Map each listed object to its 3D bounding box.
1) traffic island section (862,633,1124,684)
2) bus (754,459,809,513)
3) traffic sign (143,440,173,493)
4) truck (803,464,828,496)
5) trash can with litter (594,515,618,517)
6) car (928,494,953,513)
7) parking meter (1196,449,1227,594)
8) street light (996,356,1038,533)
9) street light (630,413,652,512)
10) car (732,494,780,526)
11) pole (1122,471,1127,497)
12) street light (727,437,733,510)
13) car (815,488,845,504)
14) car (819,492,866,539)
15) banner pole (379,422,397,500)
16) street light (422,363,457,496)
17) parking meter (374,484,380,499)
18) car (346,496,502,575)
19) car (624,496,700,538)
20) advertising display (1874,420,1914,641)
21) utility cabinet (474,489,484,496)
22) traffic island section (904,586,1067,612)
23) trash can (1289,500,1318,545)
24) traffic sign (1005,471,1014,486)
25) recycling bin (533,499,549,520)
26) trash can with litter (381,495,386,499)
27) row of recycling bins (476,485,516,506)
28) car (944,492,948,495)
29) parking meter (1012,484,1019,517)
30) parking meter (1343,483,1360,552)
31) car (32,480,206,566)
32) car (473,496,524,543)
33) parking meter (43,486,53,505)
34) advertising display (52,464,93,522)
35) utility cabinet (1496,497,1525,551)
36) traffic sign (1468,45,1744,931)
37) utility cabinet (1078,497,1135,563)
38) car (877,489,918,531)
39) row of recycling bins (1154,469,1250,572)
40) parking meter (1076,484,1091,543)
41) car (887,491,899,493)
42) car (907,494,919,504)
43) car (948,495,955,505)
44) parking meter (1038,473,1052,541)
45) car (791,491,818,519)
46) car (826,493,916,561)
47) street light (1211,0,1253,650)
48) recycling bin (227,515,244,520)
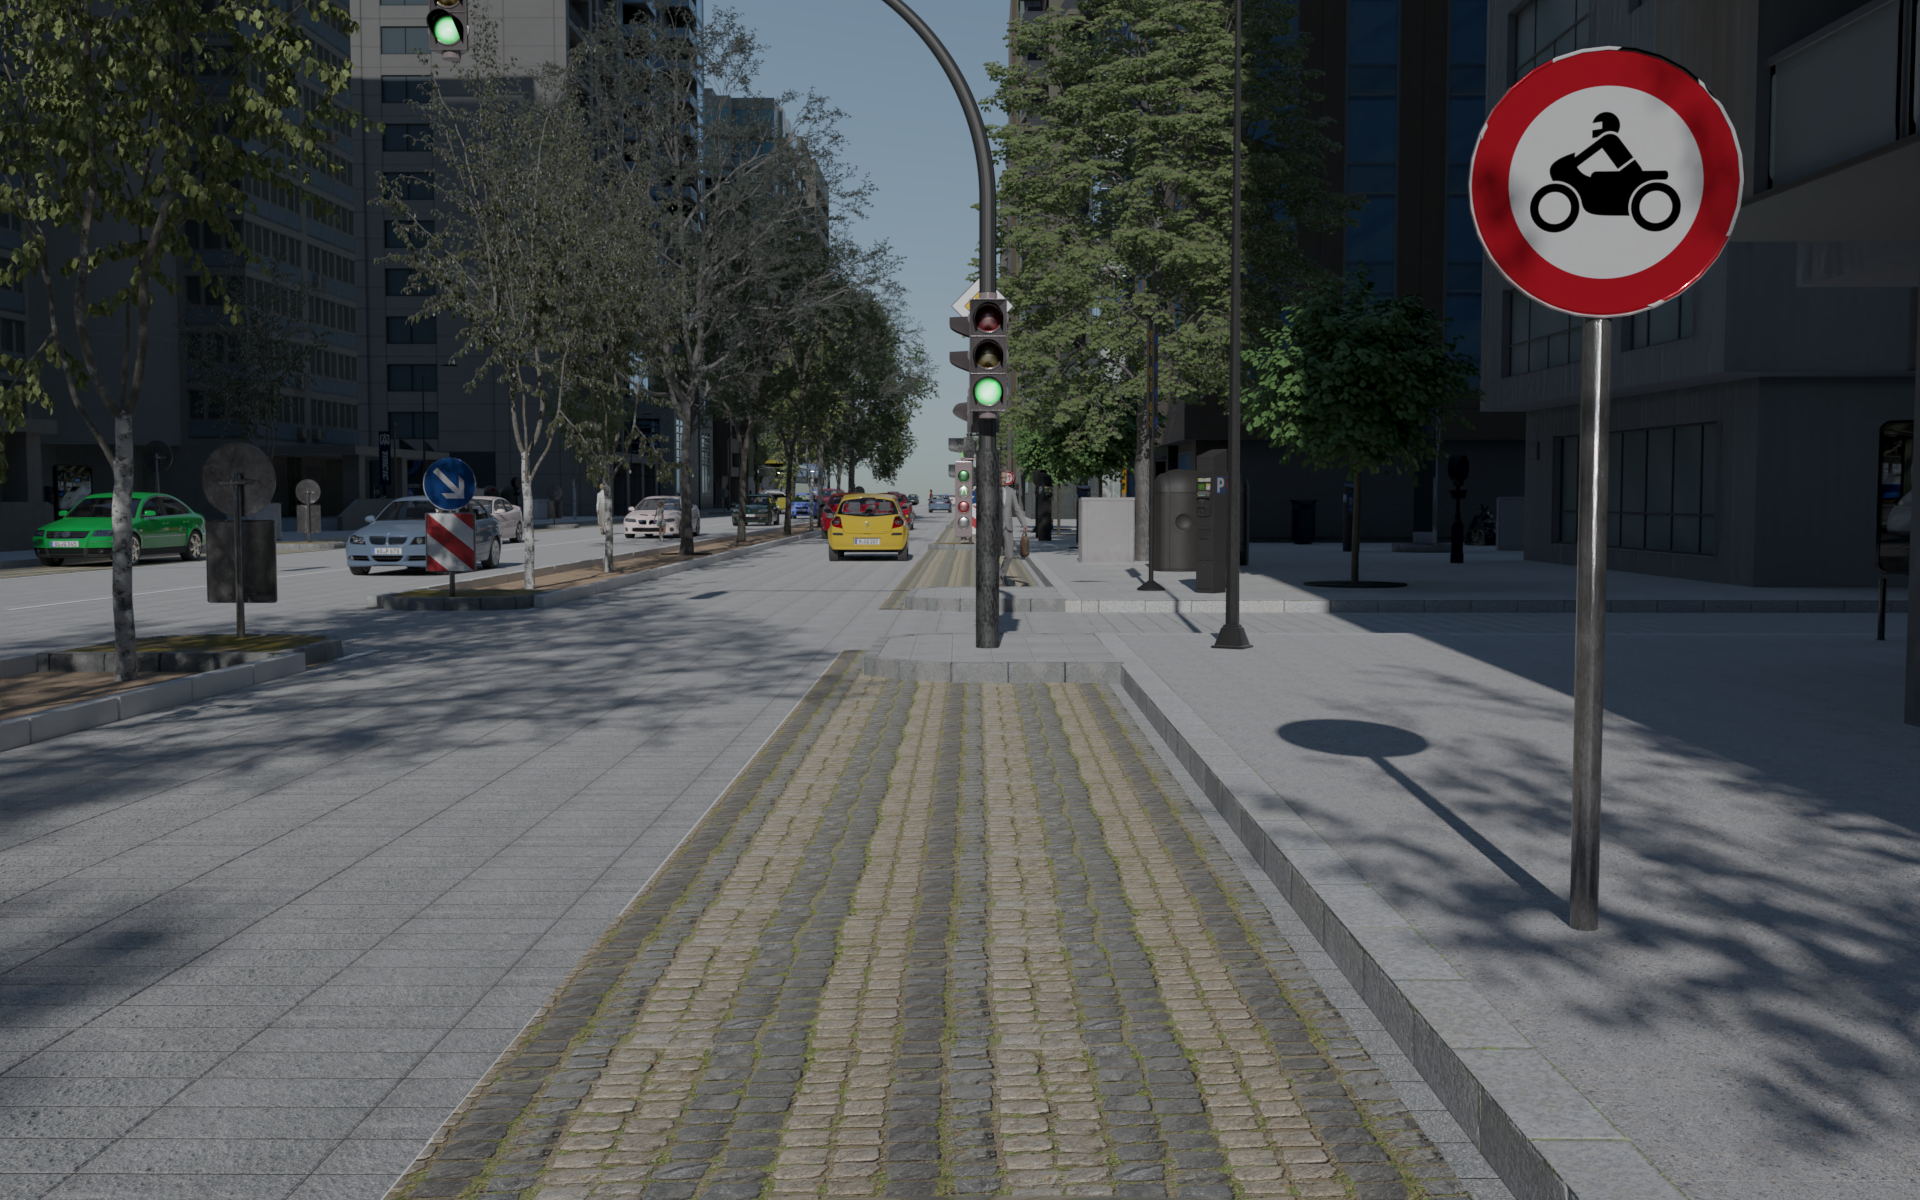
[{"bbox_3d":[0.244,0.476,14.506,2.009,0.180,2.903,0,4,0],"label":"traffic island section"},{"bbox_3d":[-12.729,-8.175,125.210,2.896,3.916,12.252,0,4,0],"label":"bus"},{"bbox_3d":[-18.967,-2.497,40.939,0.768,2.556,0.104,1,4,8],"label":"traffic sign"},{"bbox_3d":[-12.869,-10.320,158.484,2.967,4.110,18.799,0,4,0],"label":"truck"},{"bbox_3d":[-19.946,-5.247,96.847,1.678,1.210,2.233,1,4,11],"label":"trash can with litter"},{"bbox_3d":[-1.515,-7.412,133.194,2.014,1.417,4.499,0,4,1],"label":"car"},{"bbox_3d":[3.255,-1.023,22.440,0.255,1.863,0.399,3,5,41],"label":"parking meter"},{"bbox_3d":[2.020,-5.200,57.557,1.470,5.913,1.316,0,4,0],"label":"street light"},{"bbox_3d":[-18.261,-7.735,99.010,1.470,5.913,1.316,0,4,0],"label":"street light"},{"bbox_3d":[-9.269,-4.214,78.688,2.009,1.686,4.222,0,4,2],"label":"car"},{"bbox_3d":[6.222,-4.384,65.514,0.158,3.312,0.155,0,3,0],"label":"pole"},{"bbox_3d":[-17.909,-10.120,138.005,1.470,5.913,1.316,0,4,0],"label":"street light"},{"bbox_3d":[-8.322,-6.335,112.256,2.281,1.827,5.304,0,3,0],"label":"car"},{"bbox_3d":[-3.532,-2.893,56.338,2.155,1.783,4.494,0,4,-1],"label":"car"},{"bbox_3d":[-19.936,-4.312,60.523,0.863,3.779,0.401,1,4,14],"label":"banner pole"},{"bbox_3d":[-18.542,-5.450,61.656,1.470,5.913,1.316,0,4,0],"label":"street light"},{"bbox_3d":[-32.801,-5.610,97.433,0.255,1.863,0.399,-2,4,-29],"label":"parking meter"},{"bbox_3d":[-9.822,-1.227,32.069,2.014,1.417,4.499,0,4,2],"label":"car"},{"bbox_3d":[-9.850,-2.762,57.522,2.083,1.381,4.827,0,4,2],"label":"car"},{"bbox_3d":[8.404,-0.590,14.861,0.974,1.923,0.123,3,5,42],"label":"advertising display"},{"bbox_3d":[-26.159,-5.236,94.290,0.318,1.500,1.173,-3,4,-37],"label":"utility cabinet"},{"bbox_3d":[0.311,-0.013,22.491,2.009,0.180,2.903,0,4,0],"label":"traffic island section"},{"bbox_3d":[8.748,-1.985,44.109,0.748,1.137,0.748,0,3,0],"label":"trash can"},{"bbox_3d":[2.602,-5.818,95.229,0.768,2.556,0.104,1,4,8],"label":"traffic sign"},{"bbox_3d":[-21.250,-4.588,87.567,0.722,1.027,0.722,3,4,36],"label":"recycling bin"},{"bbox_3d":[-30.219,-4.914,91.395,1.678,1.210,2.233,0,4,-3],"label":"trash can with litter"},{"bbox_3d":[-22.828,-4.621,82.667,3.534,1.692,1.069,-3,5,-44],"label":"row of recycling bins"},{"bbox_3d":[-1.768,-14.851,252.407,1.945,1.707,3.694,0,4,2],"label":"car"},{"bbox_3d":[3.081,-5.524,96.035,0.255,1.863,0.399,2,4,25],"label":"parking meter"},{"bbox_3d":[8.741,-1.850,38.655,0.372,1.533,0.369,0,3,0],"label":"parking meter"},{"bbox_3d":[-17.173,-1.635,35.536,1.959,1.807,4.718,0,4,0],"label":"car"},{"bbox_3d":[-13.886,-2.275,49.565,2.083,1.381,4.827,0,4,2],"label":"car"},{"bbox_3d":[-28.518,-2.805,54.276,0.372,1.533,0.369,0,3,0],"label":"parking meter"},{"bbox_3d":[-19.177,-1.973,37.474,0.123,1.923,0.974,1,4,18],"label":"advertising display"},{"bbox_3d":[12.720,-1.722,39.309,1.020,1.237,0.306,0,4,4],"label":"utility cabinet"},{"bbox_3d":[1.845,-0.302,5.043,0.768,2.556,0.104,0,4,4],"label":"traffic sign"},{"bbox_3d":[2.749,-1.305,32.504,1.020,1.237,0.306,0,4,-7],"label":"utility cabinet"},{"bbox_3d":[-2.792,-3.692,69.396,2.155,1.783,4.494,0,4,0],"label":"car"},{"bbox_3d":[4.178,-1.406,30.097,1.069,1.692,3.534,2,4,26],"label":"row of recycling bins"},{"bbox_3d":[3.224,-2.254,45.271,0.372,1.533,0.369,0,3,0],"label":"parking meter"},{"bbox_3d":[-8.537,-13.006,221.326,2.281,1.827,5.304,0,4,-1],"label":"car"},{"bbox_3d":[-6.876,-14.873,252.965,2.009,1.686,4.222,0,4,1],"label":"car"},{"bbox_3d":[-1.107,-11.196,195.411,2.083,1.381,4.827,0,4,-1],"label":"car"},{"bbox_3d":[2.321,-2.544,47.301,0.255,1.863,0.399,-2,4,-23],"label":"parking meter"},{"bbox_3d":[-9.067,-5.596,101.084,1.945,1.707,3.694,0,3,0],"label":"car"},{"bbox_3d":[-1.986,-1.718,38.313,2.015,1.641,3.980,0,4,-1],"label":"car"},{"bbox_3d":[1.731,-2.554,14.292,1.470,5.913,1.316,0,4,0],"label":"street light"},{"bbox_3d":[-22.647,-2.576,54.679,0.722,1.027,0.722,0,3,0],"label":"recycling bin"}]
